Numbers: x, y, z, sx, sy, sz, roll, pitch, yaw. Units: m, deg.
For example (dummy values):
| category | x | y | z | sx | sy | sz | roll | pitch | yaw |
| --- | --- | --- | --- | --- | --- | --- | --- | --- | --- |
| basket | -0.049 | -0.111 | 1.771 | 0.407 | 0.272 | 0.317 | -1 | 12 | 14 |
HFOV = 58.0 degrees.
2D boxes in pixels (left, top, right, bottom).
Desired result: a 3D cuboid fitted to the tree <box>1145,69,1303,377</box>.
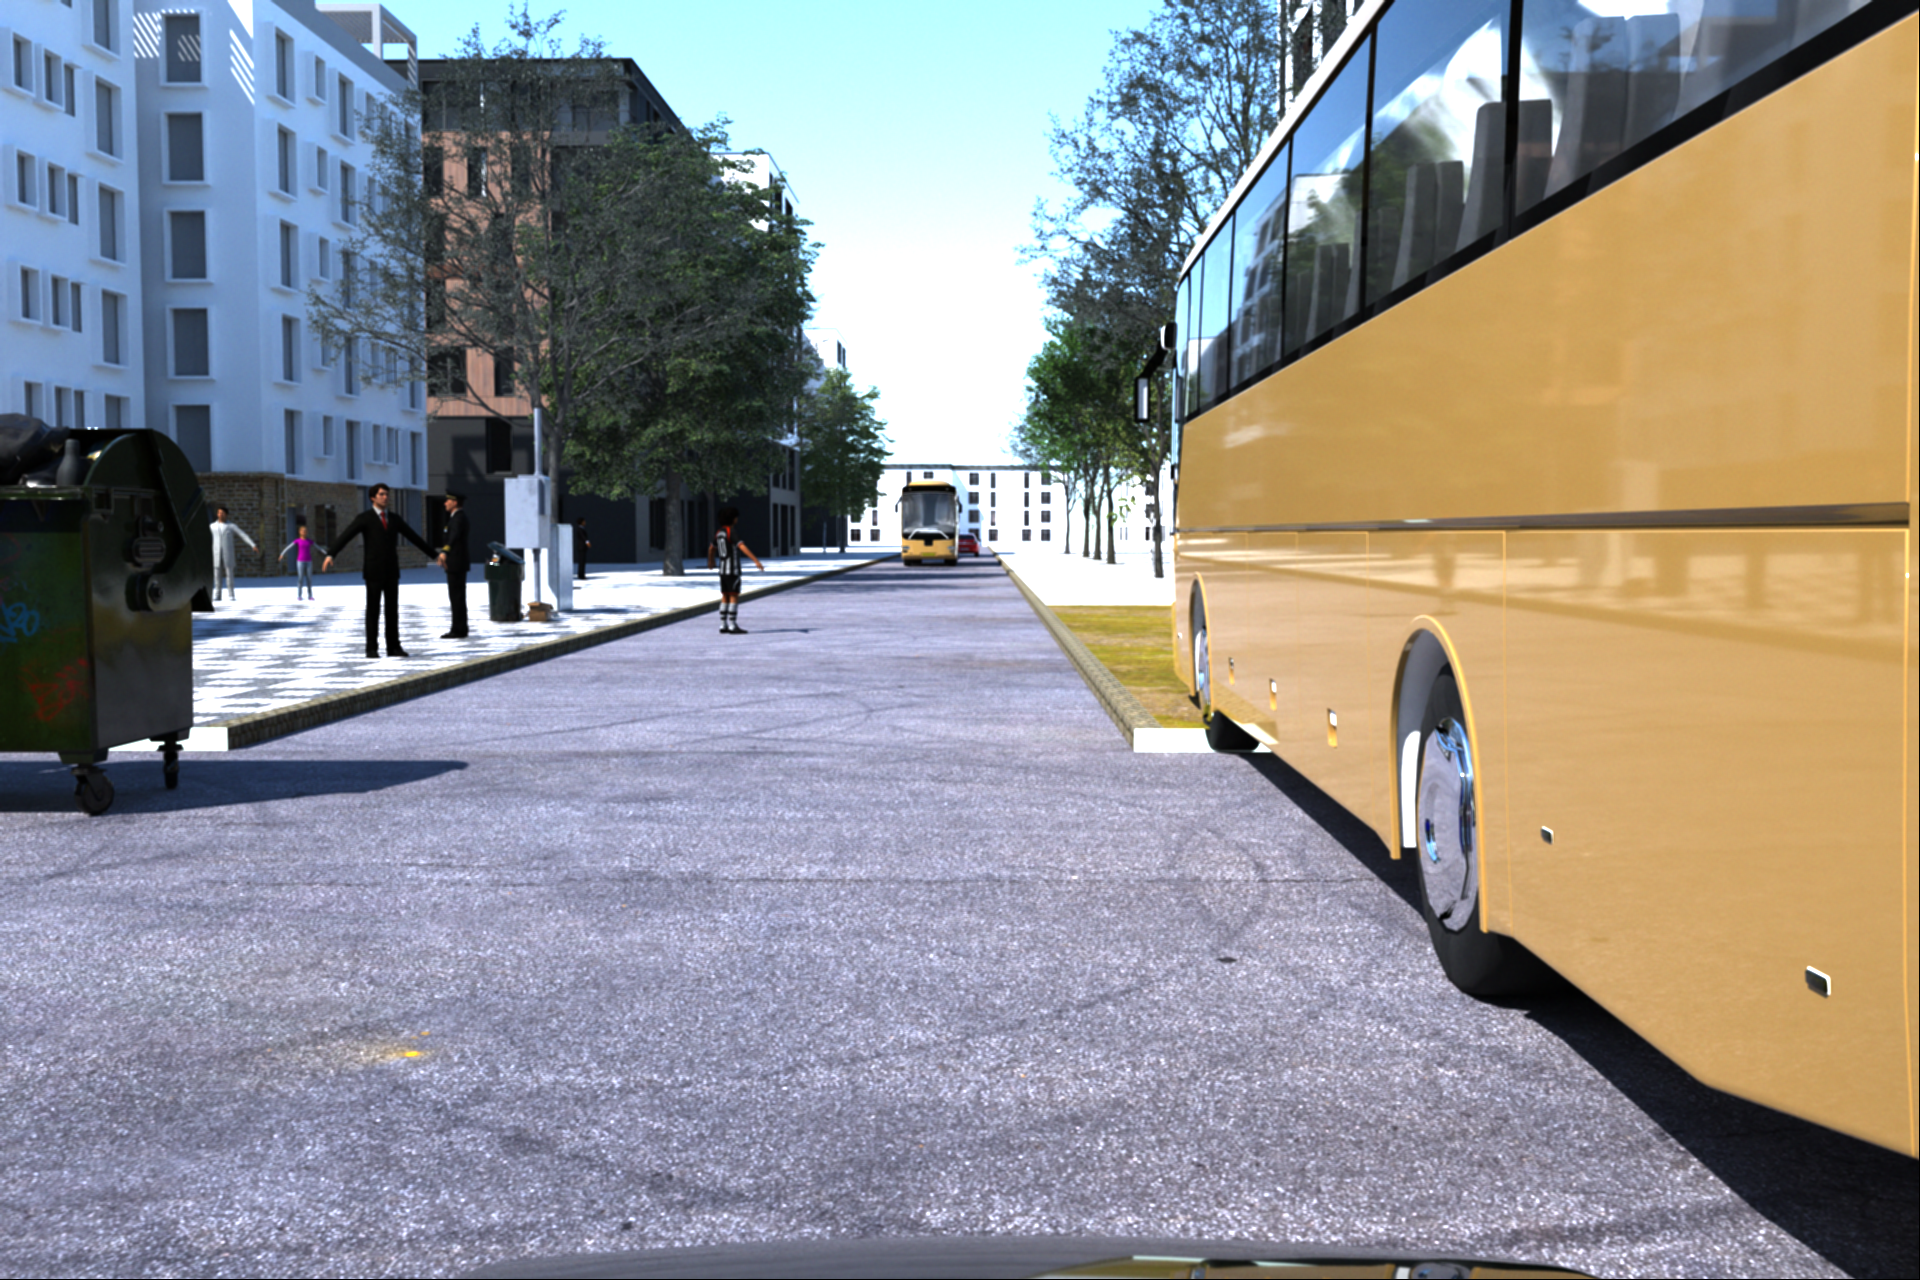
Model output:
| category | x | y | z | sx | sy | sz | roll | pitch | yaw |
| --- | --- | --- | --- | --- | --- | --- | --- | --- | --- |
| tree | 5.673 | -4.707 | 27.324 | 4.360 | 8.622 | 3.978 | 0 | 3 | 0 |

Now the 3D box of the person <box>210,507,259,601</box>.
| category | x | y | z | sx | sy | sz | roll | pitch | yaw |
| --- | --- | --- | --- | --- | --- | --- | --- | --- | --- |
| person | -14.135 | -1.653 | 33.219 | 1.347 | 1.806 | 0.705 | -1 | 4 | -10 |

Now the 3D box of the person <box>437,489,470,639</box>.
| category | x | y | z | sx | sy | sz | roll | pitch | yaw |
| --- | --- | --- | --- | --- | --- | --- | --- | --- | --- |
| person | -6.243 | -0.945 | 21.384 | 0.705 | 1.837 | 1.347 | -1 | 4 | -8 |

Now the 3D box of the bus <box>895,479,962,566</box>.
| category | x | y | z | sx | sy | sz | roll | pitch | yaw |
| --- | --- | --- | --- | --- | --- | --- | --- | --- | --- |
| bus | -1.325 | -5.461 | 80.831 | 2.896 | 3.916 | 12.252 | 0 | 4 | 0 |

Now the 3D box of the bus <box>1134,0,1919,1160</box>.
| category | x | y | z | sx | sy | sz | roll | pitch | yaw |
| --- | --- | --- | --- | --- | --- | --- | --- | --- | --- |
| bus | 2.765 | -1.017 | 8.178 | 2.896 | 3.916 | 12.252 | 0 | 4 | 1 |

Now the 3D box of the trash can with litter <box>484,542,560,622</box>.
| category | x | y | z | sx | sy | sz | roll | pitch | yaw |
| --- | --- | --- | --- | --- | --- | --- | --- | --- | --- |
| trash can with litter | -6.433 | -0.860 | 25.440 | 1.055 | 1.170 | 0.624 | 0 | 4 | 2 |

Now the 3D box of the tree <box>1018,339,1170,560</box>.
| category | x | y | z | sx | sy | sz | roll | pitch | yaw |
| --- | --- | --- | --- | --- | --- | --- | --- | --- | --- |
| tree | 6.678 | -9.697 | 84.309 | 9.928 | 11.665 | 9.643 | 0 | 3 | 0 |

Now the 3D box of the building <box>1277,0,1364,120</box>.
| category | x | y | z | sx | sy | sz | roll | pitch | yaw |
| --- | --- | --- | --- | --- | --- | --- | --- | --- | --- |
| building | 25.072 | -13.417 | 63.335 | 27.936 | 21.610 | 32.646 | 0 | 4 | 1 |

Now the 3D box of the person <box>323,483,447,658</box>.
| category | x | y | z | sx | sy | sz | roll | pitch | yaw |
| --- | --- | --- | --- | --- | --- | --- | --- | --- | --- |
| person | -6.000 | -0.723 | 18.009 | 1.347 | 1.806 | 0.705 | -3 | 5 | -44 |

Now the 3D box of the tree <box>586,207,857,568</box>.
| category | x | y | z | sx | sy | sz | roll | pitch | yaw |
| --- | --- | --- | --- | --- | --- | --- | --- | --- | --- |
| tree | -9.409 | -9.454 | 64.944 | 12.009 | 13.543 | 11.850 | 0 | 3 | 0 |

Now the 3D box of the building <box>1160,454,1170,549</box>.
| category | x | y | z | sx | sy | sz | roll | pitch | yaw |
| --- | --- | --- | --- | --- | --- | --- | --- | --- | --- |
| building | 21.986 | -12.107 | 140.089 | 9.099 | 9.664 | 28.070 | 0 | 4 | 1 |

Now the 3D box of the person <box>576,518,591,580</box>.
| category | x | y | z | sx | sy | sz | roll | pitch | yaw |
| --- | --- | --- | --- | --- | --- | --- | --- | --- | --- |
| person | -10.447 | -2.538 | 48.216 | 0.721 | 1.740 | 1.216 | -1 | 4 | -22 |

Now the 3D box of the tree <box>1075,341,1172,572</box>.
| category | x | y | z | sx | sy | sz | roll | pitch | yaw |
| --- | --- | --- | --- | --- | --- | --- | --- | --- | --- |
| tree | 6.311 | -6.596 | 58.212 | 4.737 | 8.622 | 4.395 | 0 | 3 | 0 |

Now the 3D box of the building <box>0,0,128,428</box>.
| category | x | y | z | sx | sy | sz | roll | pitch | yaw |
| --- | --- | --- | --- | --- | --- | --- | --- | --- | --- |
| building | -28.199 | -10.968 | 35.743 | 16.016 | 20.090 | 11.380 | 0 | 4 | 0 |

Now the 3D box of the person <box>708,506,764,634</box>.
| category | x | y | z | sx | sy | sz | roll | pitch | yaw |
| --- | --- | --- | --- | --- | --- | --- | --- | --- | --- |
| person | -3.285 | -0.997 | 24.910 | 0.704 | 1.843 | 1.345 | -3 | 5 | -41 |

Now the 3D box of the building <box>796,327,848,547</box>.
| category | x | y | z | sx | sy | sz | roll | pitch | yaw |
| --- | --- | --- | --- | --- | --- | --- | --- | --- | --- |
| building | -26.237 | -19.972 | 170.510 | 27.936 | 21.610 | 32.646 | 0 | 4 | 1 |

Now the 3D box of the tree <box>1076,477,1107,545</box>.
| category | x | y | z | sx | sy | sz | roll | pitch | yaw |
| --- | --- | --- | --- | --- | --- | --- | --- | --- | --- |
| tree | 16.413 | -15.843 | 209.387 | 4.360 | 8.622 | 3.978 | 0 | 3 | 0 |

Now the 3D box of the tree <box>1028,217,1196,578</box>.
| category | x | y | z | sx | sy | sz | roll | pitch | yaw |
| --- | --- | --- | --- | --- | --- | --- | --- | --- | --- |
| tree | 5.453 | -7.062 | 49.872 | 7.601 | 10.594 | 8.767 | -1 | 4 | -19 |

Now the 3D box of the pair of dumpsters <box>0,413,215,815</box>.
| category | x | y | z | sx | sy | sz | roll | pitch | yaw |
| --- | --- | --- | --- | --- | --- | --- | --- | --- | --- |
| pair of dumpsters | -6.448 | -0.258 | 9.165 | 4.436 | 2.255 | 1.574 | 0 | 4 | 0 |

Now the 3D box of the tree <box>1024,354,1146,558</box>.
| category | x | y | z | sx | sy | sz | roll | pitch | yaw |
| --- | --- | --- | --- | --- | --- | --- | --- | --- | --- |
| tree | 6.948 | -10.283 | 93.890 | 9.928 | 11.665 | 9.643 | 0 | 3 | 0 |

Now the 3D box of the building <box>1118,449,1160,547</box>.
| category | x | y | z | sx | sy | sz | roll | pitch | yaw |
| --- | --- | --- | --- | --- | --- | --- | --- | --- | --- |
| building | 21.201 | -13.972 | 170.587 | 9.099 | 9.664 | 28.070 | 0 | 4 | 0 |

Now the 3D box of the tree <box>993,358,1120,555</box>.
| category | x | y | z | sx | sy | sz | roll | pitch | yaw |
| --- | --- | --- | --- | --- | --- | --- | --- | --- | --- |
| tree | 6.871 | -12.112 | 108.400 | 12.009 | 13.543 | 11.850 | 0 | 3 | 0 |

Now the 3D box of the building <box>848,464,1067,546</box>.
| category | x | y | z | sx | sy | sz | roll | pitch | yaw |
| --- | --- | --- | --- | --- | --- | --- | --- | --- | --- |
| building | -1.036 | -16.045 | 206.947 | 28.070 | 9.664 | 9.099 | 0 | 4 | 0 |

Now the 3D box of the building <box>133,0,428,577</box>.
| category | x | y | z | sx | sy | sz | roll | pitch | yaw |
| --- | --- | --- | --- | --- | --- | --- | --- | --- | --- |
| building | -25.341 | -11.997 | 52.563 | 16.016 | 20.090 | 11.380 | 0 | 4 | 1 |

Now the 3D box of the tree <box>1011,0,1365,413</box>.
| category | x | y | z | sx | sy | sz | roll | pitch | yaw |
| --- | --- | --- | --- | --- | --- | --- | --- | --- | --- |
| tree | 6.135 | -7.659 | 35.591 | 12.009 | 13.543 | 11.850 | 0 | 3 | 0 |

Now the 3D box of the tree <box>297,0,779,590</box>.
| category | x | y | z | sx | sy | sz | roll | pitch | yaw |
| --- | --- | --- | --- | --- | --- | --- | --- | --- | --- |
| tree | -9.427 | -7.921 | 39.882 | 12.009 | 13.543 | 11.850 | 0 | 3 | 0 |

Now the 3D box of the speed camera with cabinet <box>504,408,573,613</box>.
| category | x | y | z | sx | sy | sz | roll | pitch | yaw |
| --- | --- | --- | --- | --- | --- | --- | --- | --- | --- |
| speed camera with cabinet | -6.805 | -2.059 | 28.008 | 0.660 | 3.252 | 2.038 | 0 | 4 | 2 |

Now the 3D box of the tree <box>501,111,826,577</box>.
| category | x | y | z | sx | sy | sz | roll | pitch | yaw |
| --- | --- | --- | --- | --- | --- | --- | --- | --- | --- |
| tree | -8.780 | -8.890 | 52.006 | 9.857 | 13.997 | 8.962 | 0 | 3 | 0 |

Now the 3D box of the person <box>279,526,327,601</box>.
| category | x | y | z | sx | sy | sz | roll | pitch | yaw |
| --- | --- | --- | --- | --- | --- | --- | --- | --- | --- |
| person | -12.636 | -1.478 | 33.428 | 0.991 | 1.433 | 0.599 | -2 | 4 | -35 |

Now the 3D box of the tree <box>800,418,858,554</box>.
| category | x | y | z | sx | sy | sz | roll | pitch | yaw |
| --- | --- | --- | --- | --- | --- | --- | --- | --- | --- |
| tree | -8.655 | -9.819 | 110.906 | 4.737 | 8.622 | 4.395 | 0 | 3 | 0 |

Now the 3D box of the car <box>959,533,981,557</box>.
| category | x | y | z | sx | sy | sz | roll | pitch | yaw |
| --- | --- | --- | --- | --- | --- | --- | --- | --- | --- |
| car | 0.270 | -6.091 | 108.631 | 2.155 | 1.783 | 4.494 | 0 | 4 | -1 |

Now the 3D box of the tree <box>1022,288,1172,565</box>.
| category | x | y | z | sx | sy | sz | roll | pitch | yaw |
| --- | --- | --- | --- | --- | --- | --- | --- | --- | --- |
| tree | 6.261 | -9.004 | 72.965 | 9.928 | 11.665 | 9.643 | 0 | 3 | 0 |

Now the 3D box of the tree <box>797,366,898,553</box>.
| category | x | y | z | sx | sy | sz | roll | pitch | yaw |
| --- | --- | --- | --- | --- | --- | --- | --- | --- | --- |
| tree | -8.101 | -12.199 | 117.583 | 7.486 | 12.596 | 7.792 | 0 | 3 | 0 |

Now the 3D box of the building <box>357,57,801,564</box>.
| category | x | y | z | sx | sy | sz | roll | pitch | yaw |
| --- | --- | --- | --- | --- | --- | --- | --- | --- | --- |
| building | -24.209 | -15.121 | 91.205 | 27.936 | 21.610 | 32.646 | 0 | 4 | 1 |
